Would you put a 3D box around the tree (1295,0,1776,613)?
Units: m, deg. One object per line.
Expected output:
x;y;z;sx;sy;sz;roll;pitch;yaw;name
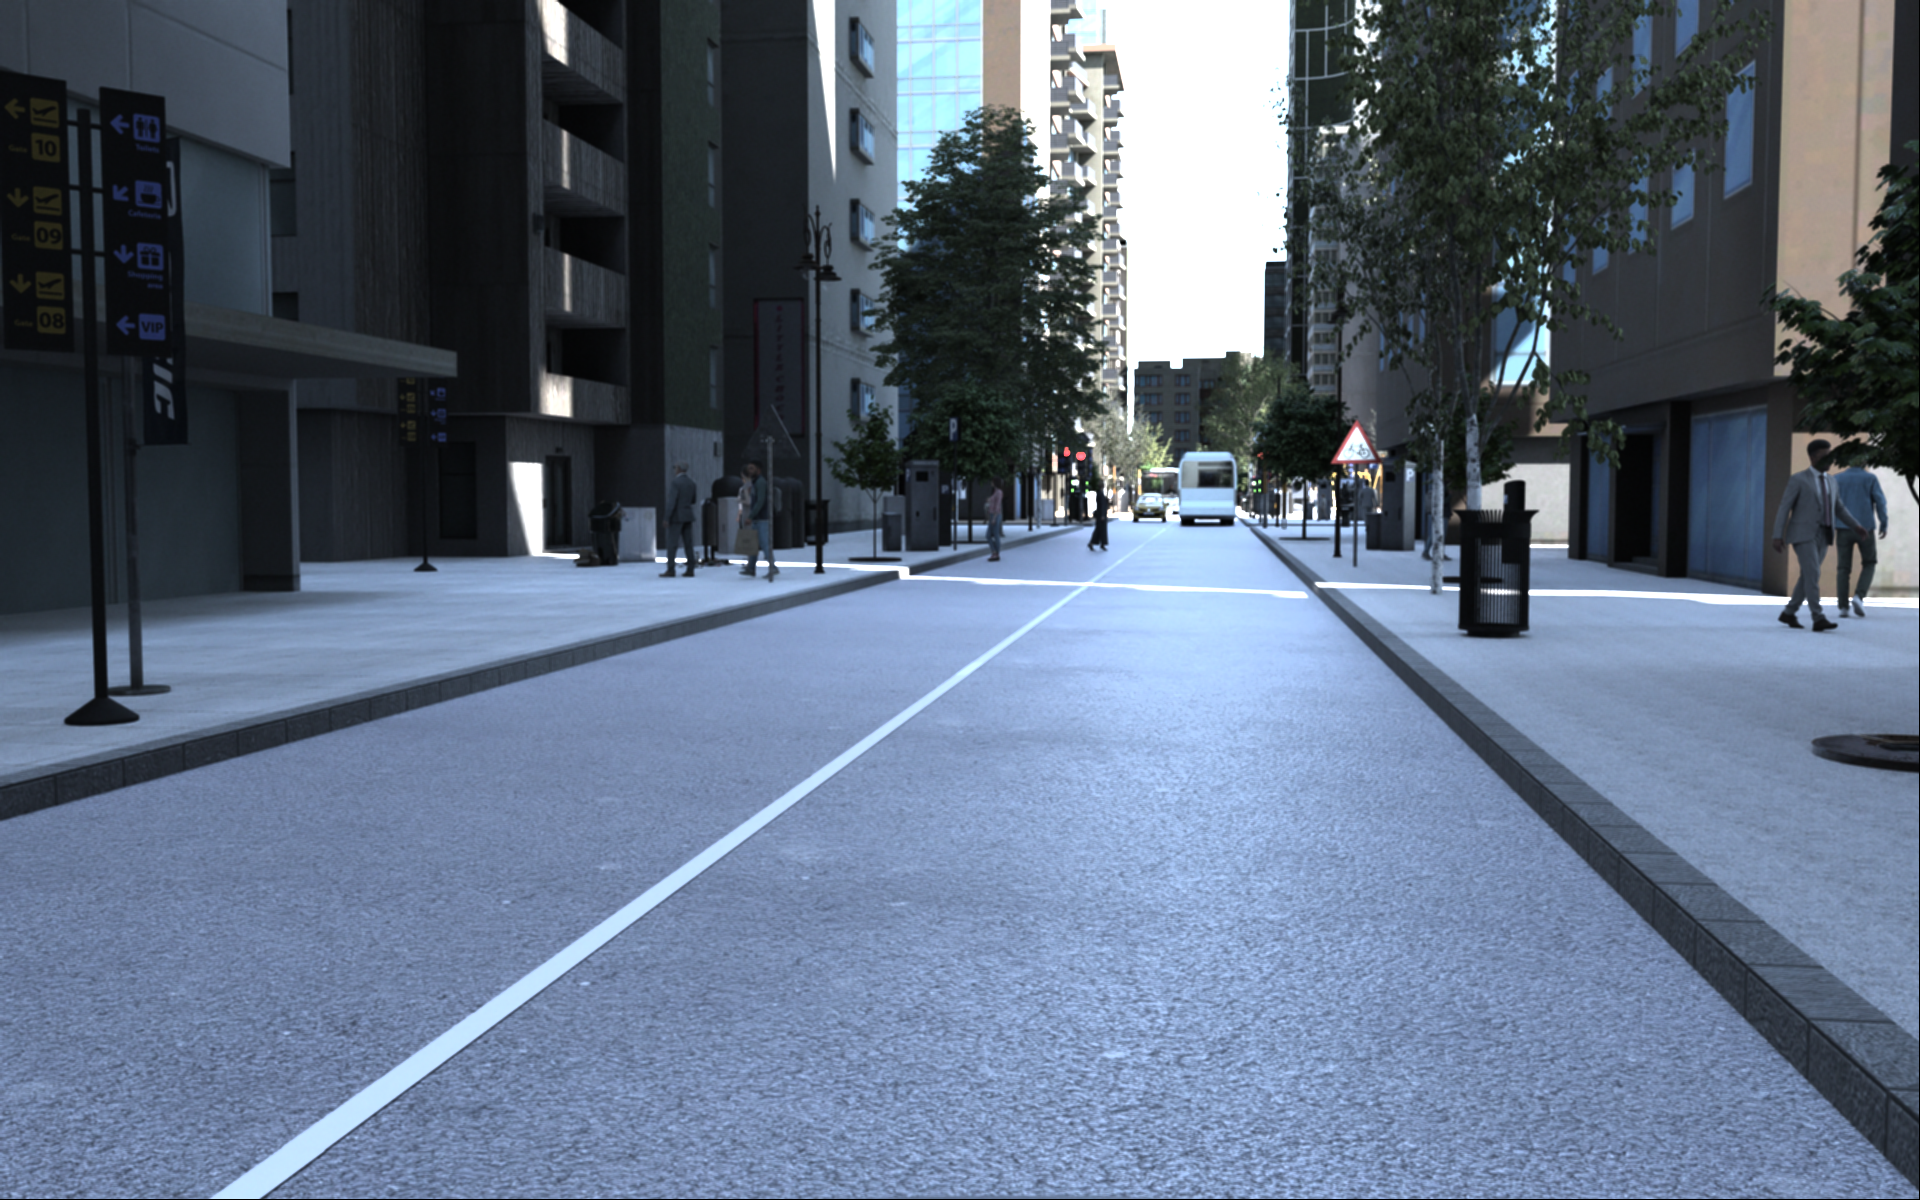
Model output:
5.159;-4.050;16.579;4.737;8.622;4.395;0;3;0;tree

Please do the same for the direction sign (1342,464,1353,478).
27.227;-7.941;121.833;0.876;3.537;0.379;-1;4;-17;direction sign

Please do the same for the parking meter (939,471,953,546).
-0.403;-2.260;42.654;0.399;1.863;0.255;-1;4;-23;parking meter

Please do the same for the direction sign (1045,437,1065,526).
3.758;-4.685;68.603;0.876;3.537;0.379;-1;4;-20;direction sign

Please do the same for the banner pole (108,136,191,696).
-5.123;-1.280;10.947;0.863;3.779;0.401;2;4;33;banner pole

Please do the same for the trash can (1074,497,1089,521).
5.693;-4.260;81.312;0.748;1.137;0.748;0;3;0;trash can

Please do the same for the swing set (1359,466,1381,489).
24.349;-6.003;95.774;3.119;2.851;2.862;-1;4;-21;swing set

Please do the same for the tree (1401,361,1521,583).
7.276;-1.875;25.258;1.663;3.219;1.824;0;3;0;tree

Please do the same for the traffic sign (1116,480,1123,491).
11.410;-7.501;124.764;0.606;2.300;0.079;1;4;14;traffic sign

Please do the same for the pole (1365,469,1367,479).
33.288;-9.066;142.072;0.158;3.312;0.155;0;3;0;pole

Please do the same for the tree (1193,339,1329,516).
17.894;-10.320;103.148;8.767;10.594;7.601;1;4;16;tree

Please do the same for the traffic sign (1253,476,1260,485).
20.797;-7.437;121.695;0.768;2.556;0.104;1;4;9;traffic sign

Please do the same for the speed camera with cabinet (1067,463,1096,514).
7.764;-7.143;111.128;2.038;3.252;0.660;-2;4;-28;speed camera with cabinet

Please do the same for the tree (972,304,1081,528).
2.746;-7.000;64.810;4.737;8.622;4.395;0;3;0;tree

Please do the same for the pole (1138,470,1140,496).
15.022;-9.262;145.284;0.158;3.312;0.155;0;3;0;pole

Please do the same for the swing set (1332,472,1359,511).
27.891;-7.798;125.110;2.862;2.851;3.119;-2;4;-29;swing set

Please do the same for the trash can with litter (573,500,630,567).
-6.401;-1.190;30.849;0.624;1.170;1.055;1;4;20;trash can with litter

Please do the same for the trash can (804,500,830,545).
-3.615;-1.947;43.485;0.748;1.137;0.748;0;3;0;trash can

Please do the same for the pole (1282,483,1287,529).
11.945;-4.273;63.708;0.158;3.312;0.155;0;3;0;pole

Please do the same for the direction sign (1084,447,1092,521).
6.119;-5.556;82.839;0.379;3.537;0.876;2;4;29;direction sign

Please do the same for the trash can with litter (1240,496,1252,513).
21.007;-7.100;127.477;0.624;1.170;1.055;-1;4;-9;trash can with litter

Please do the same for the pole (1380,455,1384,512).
21.916;-5.874;89.884;0.158;3.312;0.155;0;3;0;pole

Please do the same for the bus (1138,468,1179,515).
14.170;-7.720;121.078;2.948;3.499;13.247;1;4;9;bus

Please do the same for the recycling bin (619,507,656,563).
-6.249;-1.243;32.882;0.722;1.027;0.722;-3;4;-39;recycling bin

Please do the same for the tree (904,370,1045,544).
0.348;-3.765;45.273;4.285;4.588;4.351;0;3;0;tree

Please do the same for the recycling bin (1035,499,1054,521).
4.087;-4.321;83.199;0.722;1.027;0.722;-2;4;-33;recycling bin

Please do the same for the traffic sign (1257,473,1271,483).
15.262;-5.310;86.930;0.768;2.556;0.104;1;4;15;traffic sign

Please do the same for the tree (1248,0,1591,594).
5.884;-4.382;22.005;4.360;8.622;3.978;0;3;0;tree

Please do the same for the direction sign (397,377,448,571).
-8.908;-2.249;28.764;0.876;3.537;0.379;-3;5;-43;direction sign

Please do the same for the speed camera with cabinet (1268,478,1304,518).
17.442;-5.993;92.320;2.038;3.252;0.660;2;4;30;speed camera with cabinet

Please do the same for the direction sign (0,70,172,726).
-4.838;-1.080;9.660;0.379;3.537;0.876;3;5;43;direction sign

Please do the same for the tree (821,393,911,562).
-1.626;-2.366;33.288;1.663;3.219;1.824;0;3;0;tree

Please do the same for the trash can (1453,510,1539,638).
4.825;-0.243;15.633;0.748;1.137;0.748;0;3;0;trash can

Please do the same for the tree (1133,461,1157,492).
18.018;-11.191;166.684;4.285;4.588;4.351;0;3;0;tree

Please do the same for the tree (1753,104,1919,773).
4.641;-0.845;8.416;1.663;3.219;1.824;0;3;0;tree

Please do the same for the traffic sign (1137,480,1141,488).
15.714;-9.301;152.169;0.768;2.556;0.104;1;4;9;traffic sign

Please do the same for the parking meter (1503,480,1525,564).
10.214;-1.439;31.933;0.372;1.533;0.369;0;3;0;parking meter

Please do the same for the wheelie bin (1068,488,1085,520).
5.822;-4.827;86.825;0.980;1.594;0.693;-1;4;-22;wheelie bin

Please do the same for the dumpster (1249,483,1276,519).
15.892;-5.185;90.538;1.264;1.857;1.865;1;4;8;dumpster

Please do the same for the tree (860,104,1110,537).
0.683;-8.152;51.419;7.486;12.596;7.792;0;3;0;tree

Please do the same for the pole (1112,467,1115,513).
10.366;-7.519;116.778;0.158;3.312;0.155;0;3;0;pole

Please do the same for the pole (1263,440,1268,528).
11.447;-4.348;64.936;0.158;3.312;0.155;0;3;0;pole

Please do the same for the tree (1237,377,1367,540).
9.773;-3.984;48.844;4.285;4.588;4.351;0;3;0;tree

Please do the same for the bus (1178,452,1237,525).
11.837;-5.374;82.723;2.948;3.499;13.247;1;4;8;bus

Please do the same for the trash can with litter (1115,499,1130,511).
11.427;-6.756;121.851;1.055;1.170;0.624;-3;5;-45;trash can with litter

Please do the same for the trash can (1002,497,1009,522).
1.876;-4.178;79.965;0.748;1.137;0.748;0;3;0;trash can

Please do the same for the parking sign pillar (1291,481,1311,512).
24.591;-8.345;124.907;1.447;3.967;1.447;2;4;24;parking sign pillar

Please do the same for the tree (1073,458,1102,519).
7.056;-5.912;91.257;1.663;3.219;1.824;0;3;0;tree

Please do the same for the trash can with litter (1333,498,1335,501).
26.358;-6.679;120.590;0.624;1.170;1.055;1;4;18;trash can with litter

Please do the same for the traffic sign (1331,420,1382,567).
6.972;-1.865;30.499;0.884;2.594;0.081;1;4;11;traffic sign

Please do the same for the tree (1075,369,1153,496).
8.651;-9.191;100.637;4.360;8.622;3.978;0;3;0;tree

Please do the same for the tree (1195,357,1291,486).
24.847;-13.953;145.134;9.611;12.733;9.660;0;3;0;tree

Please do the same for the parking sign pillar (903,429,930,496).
-1.250;-4.224;57.542;1.447;3.967;1.447;2;4;35;parking sign pillar

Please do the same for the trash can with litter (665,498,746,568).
-4.700;-1.225;31.087;1.678;1.210;2.233;0;4;5;trash can with litter

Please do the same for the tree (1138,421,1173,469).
19.247;-13.693;174.236;4.737;8.622;4.395;0;3;0;tree

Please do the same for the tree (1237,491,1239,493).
35.198;-13.865;221.293;1.663;3.219;1.824;0;3;0;tree

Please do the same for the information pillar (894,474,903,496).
-2.116;-3.421;60.426;0.304;2.012;0.304;-2;4;-28;information pillar

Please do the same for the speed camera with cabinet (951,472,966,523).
-0.334;-5.126;78.150;0.660;3.252;2.038;1;4;20;speed camera with cabinet

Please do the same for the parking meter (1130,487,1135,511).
13.434;-7.909;135.021;0.255;1.863;0.399;2;4;31;parking meter

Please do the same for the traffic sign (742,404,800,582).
-2.753;-1.538;25.146;0.884;2.594;0.081;1;4;13;traffic sign
